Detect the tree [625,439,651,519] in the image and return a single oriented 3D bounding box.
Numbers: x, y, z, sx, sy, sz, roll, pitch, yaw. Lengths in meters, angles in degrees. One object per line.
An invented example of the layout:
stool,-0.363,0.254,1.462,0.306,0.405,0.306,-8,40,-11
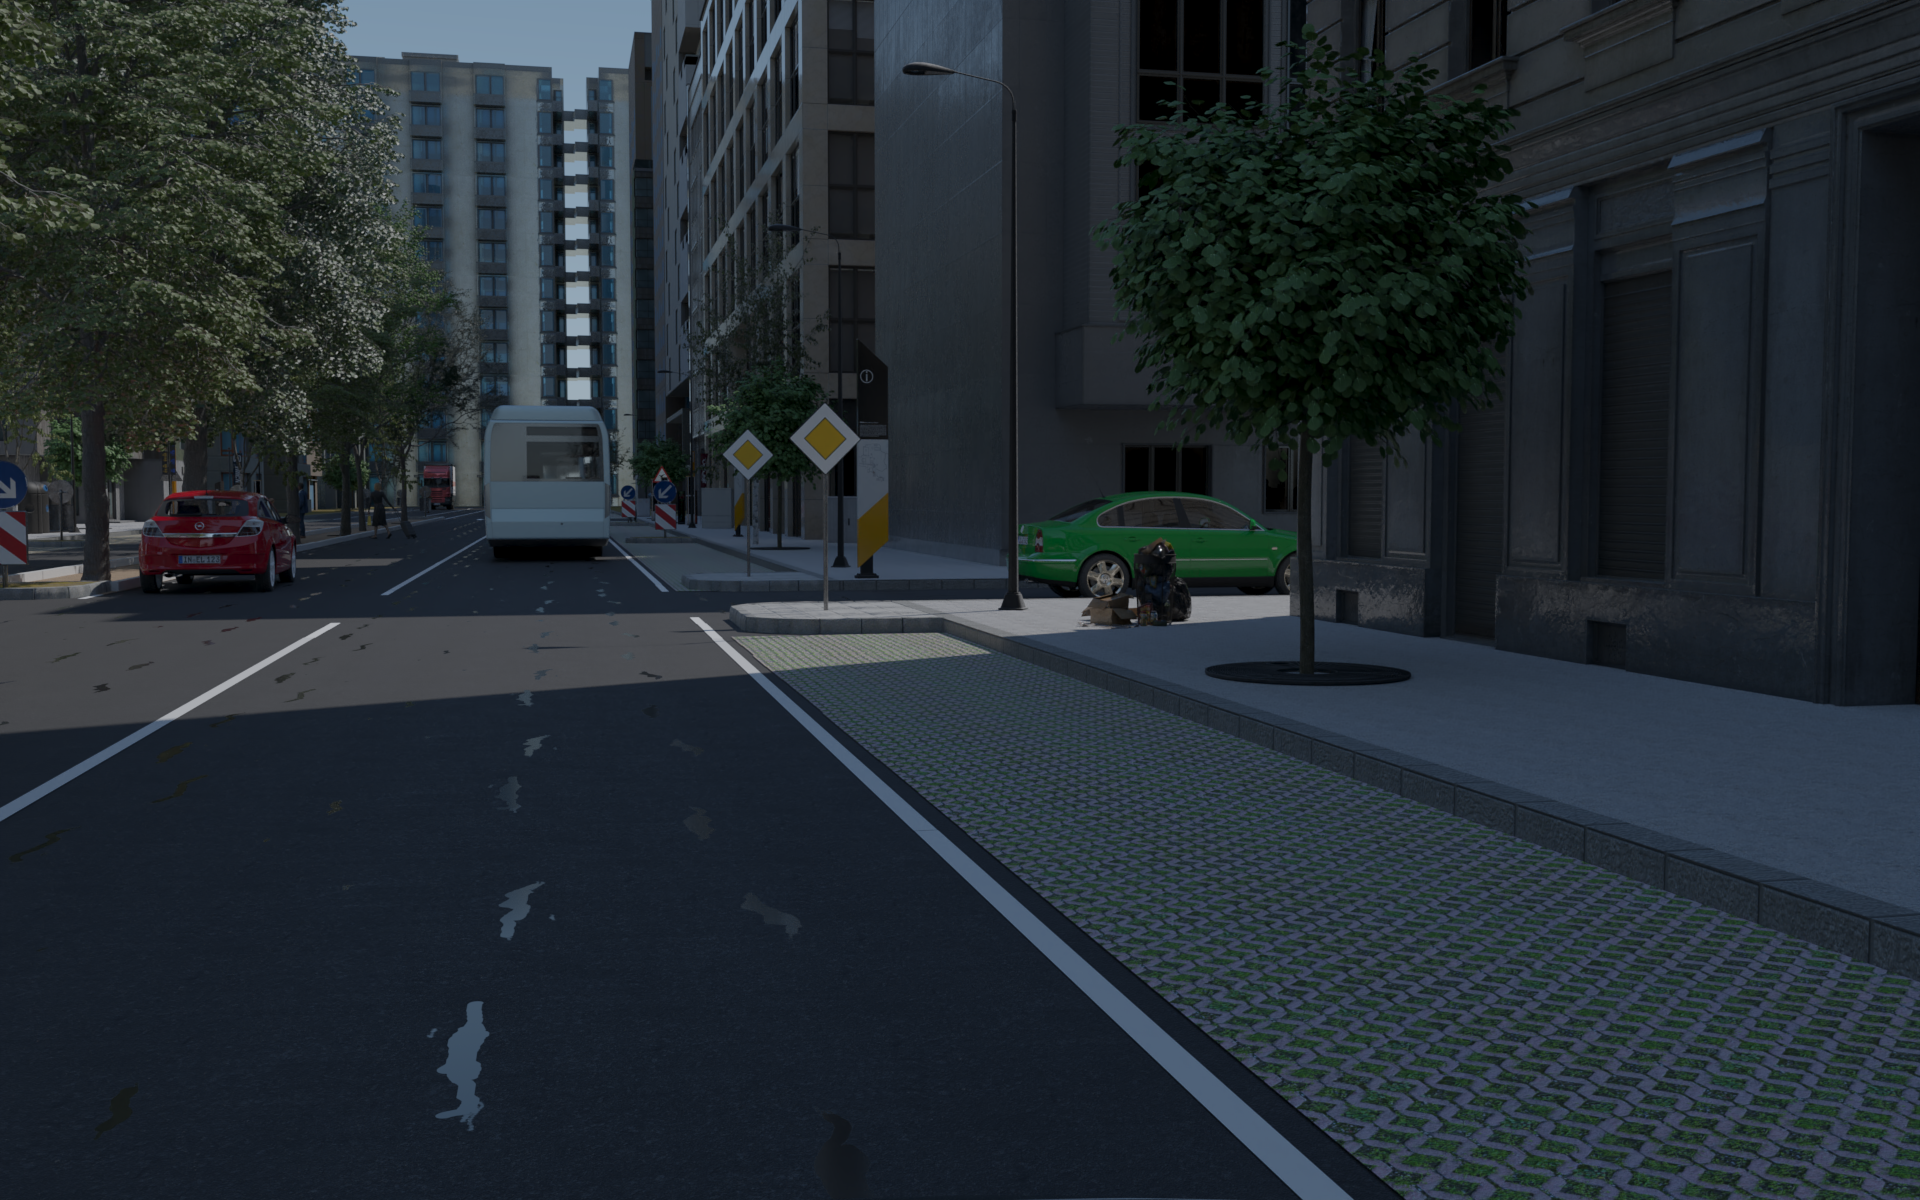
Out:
tree,-15.597,-6.494,89.897,4.285,4.588,4.351,0,3,0

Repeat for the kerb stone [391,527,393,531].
kerb stone,-21.748,-2.669,65.833,0.120,0.150,1.000,-1,4,-13

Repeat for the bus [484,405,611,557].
bus,-10.138,-2.915,42.525,2.948,3.499,13.247,-1,4,-13

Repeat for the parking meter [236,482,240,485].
parking meter,-35.506,-4.874,85.401,0.255,1.863,0.399,0,4,-5

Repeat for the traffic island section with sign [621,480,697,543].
traffic island section with sign,-8.812,-2.584,50.877,1.989,1.847,2.006,-1,4,-13

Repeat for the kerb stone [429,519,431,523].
kerb stone,-26.134,-3.824,84.824,0.120,0.150,1.000,-1,4,-13

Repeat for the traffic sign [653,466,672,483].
traffic sign,-13.720,-4.880,79.790,0.884,2.594,0.081,-1,4,-9

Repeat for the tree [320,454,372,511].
tree,-49.789,-9.657,141.610,4.285,4.588,4.351,0,3,0

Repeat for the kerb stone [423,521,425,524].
kerb stone,-25.208,-3.586,80.829,0.120,0.150,1.000,-1,4,-13

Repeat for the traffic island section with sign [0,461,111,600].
traffic island section with sign,-13.215,-0.987,24.270,2.006,1.907,1.989,-1,4,-13

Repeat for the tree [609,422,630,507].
tree,-35.609,-13.821,176.331,4.360,8.622,3.978,0,3,0

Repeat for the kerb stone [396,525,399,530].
kerb stone,-22.197,-2.791,67.828,0.120,0.150,1.000,-1,4,-13

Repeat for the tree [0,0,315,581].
tree,-13.490,-6.489,26.679,7.486,12.596,7.792,0,3,0

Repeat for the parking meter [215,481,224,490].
parking meter,-34.373,-4.569,80.410,0.399,1.863,0.255,2,4,29

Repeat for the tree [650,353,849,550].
tree,-4.141,-3.452,40.154,4.285,4.588,4.351,0,3,0

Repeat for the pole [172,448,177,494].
pole,-35.003,-5.094,77.130,0.158,3.312,0.155,0,3,0

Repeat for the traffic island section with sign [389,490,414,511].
traffic island section with sign,-48.334,-8.638,149.853,1.989,1.847,2.006,-1,4,-13

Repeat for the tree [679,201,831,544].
tree,-5.258,-5.741,44.233,4.360,8.622,3.978,0,3,0

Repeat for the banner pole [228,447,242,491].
banner pole,-38.682,-6.259,92.359,0.863,3.779,0.401,-1,4,-21

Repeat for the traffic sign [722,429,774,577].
traffic sign,-3.281,-1.418,26.827,0.795,2.450,0.064,-1,4,-13

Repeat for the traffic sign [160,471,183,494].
traffic sign,-32.564,-4.374,71.526,0.884,2.594,0.081,-1,4,-11

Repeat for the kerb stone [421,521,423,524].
kerb stone,-24.984,-3.522,79.831,0.120,0.150,1.000,-1,4,-13

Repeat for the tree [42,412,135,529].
tree,-32.001,-4.885,63.583,4.285,4.588,4.351,0,3,0

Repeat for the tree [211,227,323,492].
tree,-17.948,-5.532,43.260,4.737,8.622,4.395,0,3,0

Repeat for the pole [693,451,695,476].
pole,-12.693,-5.410,82.296,0.158,3.312,0.155,0,3,0

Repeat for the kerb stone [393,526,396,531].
kerb stone,-21.979,-2.730,66.829,0.120,0.150,1.000,-1,4,-13

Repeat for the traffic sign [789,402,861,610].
traffic sign,-1.483,-0.942,19.046,0.795,2.450,0.064,-1,4,-13

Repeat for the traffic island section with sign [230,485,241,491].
traffic island section with sign,-30.702,-3.973,73.589,1.989,1.847,2.006,-1,4,-13

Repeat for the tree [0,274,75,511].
tree,-28.966,-6.282,53.075,4.737,8.622,4.395,0,3,0

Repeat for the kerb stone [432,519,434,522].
kerb stone,-26.596,-3.952,86.816,0.120,0.150,1.000,-1,4,-13

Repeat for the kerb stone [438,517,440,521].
kerb stone,-27.523,-4.197,90.821,0.120,0.150,1.000,-1,4,-13

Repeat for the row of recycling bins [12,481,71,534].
row of recycling bins,-30.231,-3.049,56.970,1.069,1.692,3.534,-1,4,-9

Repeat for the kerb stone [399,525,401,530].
kerb stone,-22.438,-2.852,68.829,0.120,0.150,1.000,-1,4,-13

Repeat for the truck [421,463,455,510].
truck,-48.391,-10.524,160.976,2.839,4.237,11.283,-1,4,-14

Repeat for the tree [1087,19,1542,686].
tree,2.515,-1.742,12.198,4.285,4.588,4.351,0,3,0

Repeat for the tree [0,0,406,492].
tree,-16.003,-7.750,35.831,9.857,13.997,8.962,0,3,0

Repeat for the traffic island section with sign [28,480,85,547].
traffic island section with sign,-24.617,-2.362,47.247,1.989,1.847,2.006,-1,4,-13

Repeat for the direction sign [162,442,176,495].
direction sign,-32.077,-4.787,70.272,0.876,3.537,0.379,2,4,32

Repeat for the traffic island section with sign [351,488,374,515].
traffic island section with sign,-42.002,-6.964,122.485,1.989,1.847,2.006,-1,4,-13

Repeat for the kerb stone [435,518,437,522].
kerb stone,-27.064,-4.074,88.826,0.120,0.150,1.000,-1,4,-13

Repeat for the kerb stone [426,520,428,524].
kerb stone,-25.668,-3.708,82.824,0.120,0.150,1.000,-1,4,-13

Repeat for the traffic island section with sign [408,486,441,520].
traffic island section with sign,-30.147,-5.465,97.483,2.006,1.907,1.989,-1,4,-13

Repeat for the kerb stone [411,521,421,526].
kerb stone,-24.753,-3.464,78.835,0.120,0.150,1.000,-1,4,-13

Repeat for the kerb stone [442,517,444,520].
kerb stone,-28.212,-4.381,93.822,0.120,0.150,1.000,-1,4,-13

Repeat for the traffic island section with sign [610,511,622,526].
traffic island section with sign,-15.037,-4.231,77.801,1.989,1.847,2.006,-1,4,-13

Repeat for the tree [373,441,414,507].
tree,-56.110,-13.535,171.662,4.360,8.622,3.978,0,3,0
